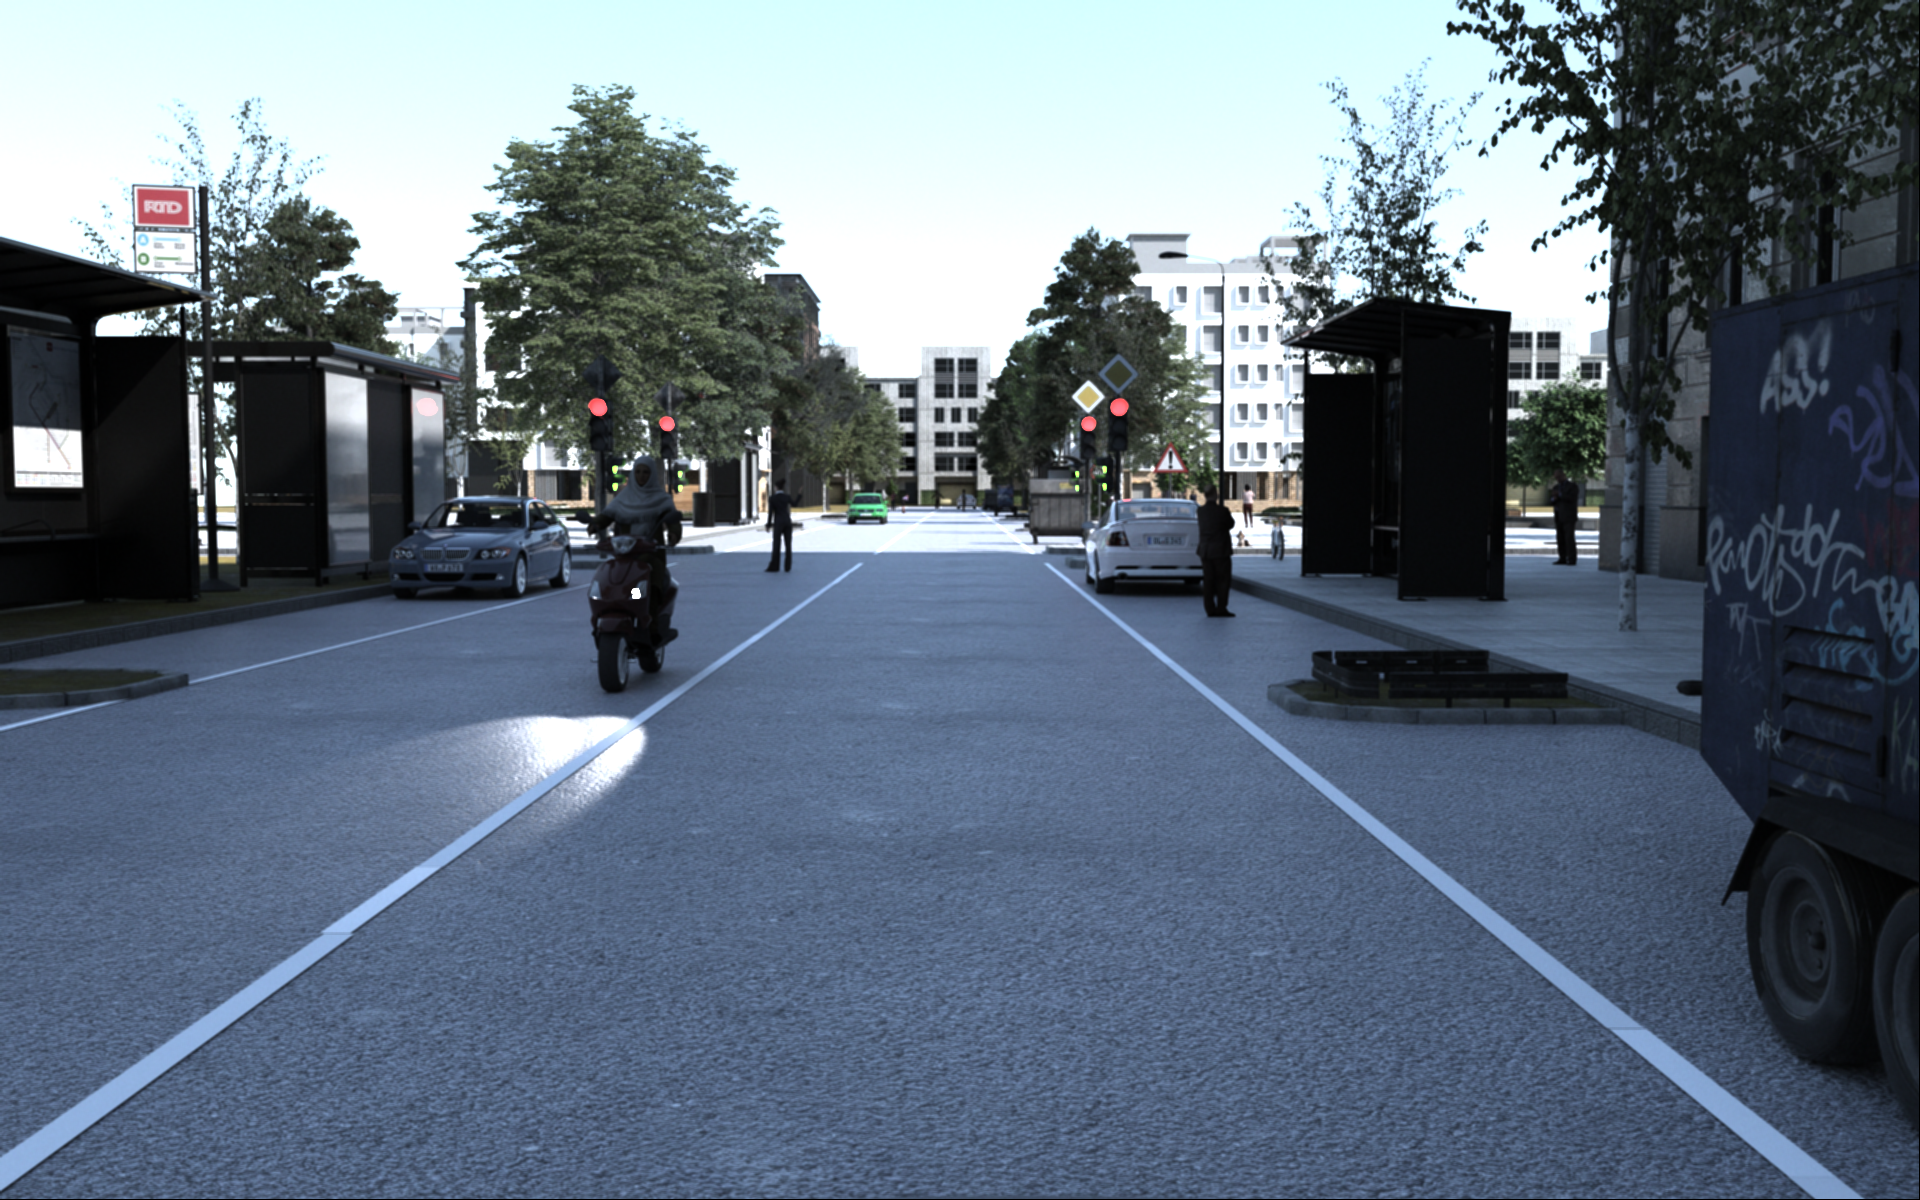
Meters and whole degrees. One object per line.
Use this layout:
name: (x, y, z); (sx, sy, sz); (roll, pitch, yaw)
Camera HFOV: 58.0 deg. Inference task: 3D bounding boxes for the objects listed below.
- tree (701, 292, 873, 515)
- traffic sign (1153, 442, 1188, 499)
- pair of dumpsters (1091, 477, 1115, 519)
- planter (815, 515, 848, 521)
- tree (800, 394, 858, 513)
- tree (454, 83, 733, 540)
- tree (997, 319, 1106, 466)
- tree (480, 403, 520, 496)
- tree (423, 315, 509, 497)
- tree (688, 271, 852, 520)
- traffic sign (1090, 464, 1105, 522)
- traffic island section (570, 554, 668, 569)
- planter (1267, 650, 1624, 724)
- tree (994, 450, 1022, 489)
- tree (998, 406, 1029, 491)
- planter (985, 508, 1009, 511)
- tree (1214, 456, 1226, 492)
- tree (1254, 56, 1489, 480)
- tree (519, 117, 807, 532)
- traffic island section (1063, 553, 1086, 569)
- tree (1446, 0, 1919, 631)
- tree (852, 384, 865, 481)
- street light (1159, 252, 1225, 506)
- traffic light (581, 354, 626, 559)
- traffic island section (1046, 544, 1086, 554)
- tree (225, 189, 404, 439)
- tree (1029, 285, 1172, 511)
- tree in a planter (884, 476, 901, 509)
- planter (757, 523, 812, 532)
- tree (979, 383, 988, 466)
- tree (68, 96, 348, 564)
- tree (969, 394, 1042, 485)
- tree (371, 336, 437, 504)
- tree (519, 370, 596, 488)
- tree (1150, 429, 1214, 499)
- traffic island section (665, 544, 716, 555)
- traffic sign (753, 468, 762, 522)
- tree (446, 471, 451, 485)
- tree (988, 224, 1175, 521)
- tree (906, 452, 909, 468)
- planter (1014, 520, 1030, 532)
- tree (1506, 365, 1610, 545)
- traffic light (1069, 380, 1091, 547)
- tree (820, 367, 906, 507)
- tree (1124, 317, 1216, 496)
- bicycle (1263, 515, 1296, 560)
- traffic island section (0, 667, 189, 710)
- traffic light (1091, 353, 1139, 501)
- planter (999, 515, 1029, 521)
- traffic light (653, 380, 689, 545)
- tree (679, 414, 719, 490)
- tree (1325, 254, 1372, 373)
tree: (-10.346, -11.849, 104.096); (12.009, 13.543, 11.850); (0, 3, 0)
traffic sign: (5.258, -2.647, 43.276); (0.884, 2.594, 0.081); (0, 4, 7)
pair of dumpsters: (5.805, -4.399, 74.418); (1.574, 2.255, 4.436); (0, 4, 0)
planter: (-6.802, -4.468, 94.192); (1.991, 0.319, 1.994); (0, 3, 0)
tree: (-9.223, -10.398, 120.374); (4.737, 8.622, 4.395); (0, 3, 0)
tree: (-10.048, -7.942, 47.983); (7.486, 12.596, 7.792); (0, 3, 0)
tree: (5.740, -10.673, 100.258); (9.928, 11.665, 9.643); (0, 3, 0)
tree: (-29.369, -10.045, 114.605); (4.737, 8.622, 4.395); (0, 3, 0)
tree: (-20.735, -7.433, 71.896); (4.360, 8.622, 3.978); (0, 3, 0)
tree: (-10.068, -9.965, 84.977); (6.751, 12.117, 7.091); (0, 3, 0)
traffic sign: (5.607, -4.248, 69.554); (0.768, 2.556, 0.104); (0, 4, 8)
traffic island section: (-7.101, -0.741, 34.397); (2.009, 0.180, 2.903); (0, 3, 0)
planter: (3.146, 0.574, 11.753); (1.991, 0.319, 1.994); (0, 3, 0)
tree: (5.235, -14.037, 179.869); (4.737, 8.622, 4.395); (0, 3, 0)
tree: (4.965, -10.906, 128.672); (4.360, 8.622, 3.978); (0, 3, 0)
planter: (3.102, -7.526, 144.194); (1.991, 0.319, 1.994); (0, 3, 0)
tree: (10.633, -4.886, 74.494); (1.663, 3.219, 1.824); (0, 3, 0)
tree: (7.162, -4.868, 29.958); (4.360, 8.622, 3.978); (0, 3, 0)
tree: (-10.195, -9.316, 58.979); (9.857, 13.997, 8.962); (0, 3, 0)
traffic island section: (3.140, -0.741, 34.395); (2.009, 0.180, 2.903); (0, 3, 0)
tree: (6.515, -4.014, 15.990); (4.737, 8.622, 4.395); (0, 3, 0)
tree: (-10.564, -13.090, 136.084); (6.751, 12.117, 7.091); (0, 3, 0)
street light: (4.510, -3.720, 33.362); (1.470, 5.913, 1.316); (0, 3, 0)
traffic light: (-7.061, -2.753, 34.263); (0.839, 4.213, 0.868); (0, 3, 0)
traffic island section: (3.138, -1.229, 42.380); (2.009, 0.180, 2.903); (0, 3, 0)
tree: (-27.156, -10.120, 72.884); (7.806, 13.903, 7.818); (0, 3, 0)
tree: (5.479, -6.768, 61.024); (4.360, 8.622, 3.978); (0, 3, 0)
tree in a planter: (-6.820, -10.702, 172.203); (1.991, 3.239, 1.994); (0, 3, 0)
planter: (-6.791, -2.820, 67.248); (1.991, 0.319, 1.994); (0, 3, 0)
tree: (5.382, -14.078, 137.598); (7.806, 13.903, 7.818); (0, 3, 0)
tree: (-13.403, -4.957, 31.406); (4.360, 8.622, 3.978); (0, 3, 0)
tree: (5.632, -17.606, 194.516); (9.857, 13.997, 8.962); (0, 3, 0)
tree: (-37.732, -11.336, 111.099); (9.928, 11.665, 9.643); (0, 3, 0)
tree: (-15.714, -7.602, 74.648); (4.737, 8.622, 4.395); (0, 3, 0)
tree: (6.520, -3.488, 51.632); (1.663, 3.219, 1.824); (0, 3, 0)
traffic island section: (-7.103, -1.229, 42.382); (2.009, 0.180, 2.903); (0, 3, 0)
traffic sign: (-9.593, -4.920, 80.543); (0.768, 2.556, 0.104); (0, 4, 6)
tree: (-19.057, -4.163, 62.673); (1.663, 3.219, 1.824); (0, 3, 0)
tree: (6.726, -10.675, 81.954); (7.806, 13.903, 7.818); (0, 3, 0)
tree: (-9.103, -16.598, 189.508); (7.486, 12.596, 7.792); (0, 3, 0)
planter: (3.132, -2.807, 67.038); (1.991, 0.319, 1.994); (0, 3, 0)
tree: (15.649, -3.706, 44.314); (4.285, 4.588, 4.351); (0, 3, 0)
traffic light: (3.098, -3.243, 42.267); (0.839, 4.213, 0.868); (0, 3, 0)
tree: (-10.060, -14.439, 154.199); (7.486, 12.596, 7.792); (0, 3, 0)
tree: (12.720, -11.800, 111.050); (7.486, 12.596, 7.792); (0, 3, 0)
bicycle: (6.242, -1.273, 34.042); (0.635, 0.972, 1.543); (0, 4, 3)
traffic island section: (-6.759, 0.636, 12.462); (1.991, 0.108, 1.994); (0, 3, 0)
traffic light: (3.100, -2.755, 34.282); (0.839, 4.213, 0.868); (0, 3, 0)
planter: (3.124, -4.455, 93.982); (1.991, 0.319, 1.994); (0, 3, 0)
traffic light: (-7.063, -3.242, 42.248); (0.839, 4.213, 0.868); (0, 3, 0)
tree: (-16.669, -10.027, 114.311); (4.360, 8.622, 3.978); (0, 3, 0)
tree: (12.792, -6.141, 50.761); (4.737, 8.622, 4.395); (0, 3, 0)
